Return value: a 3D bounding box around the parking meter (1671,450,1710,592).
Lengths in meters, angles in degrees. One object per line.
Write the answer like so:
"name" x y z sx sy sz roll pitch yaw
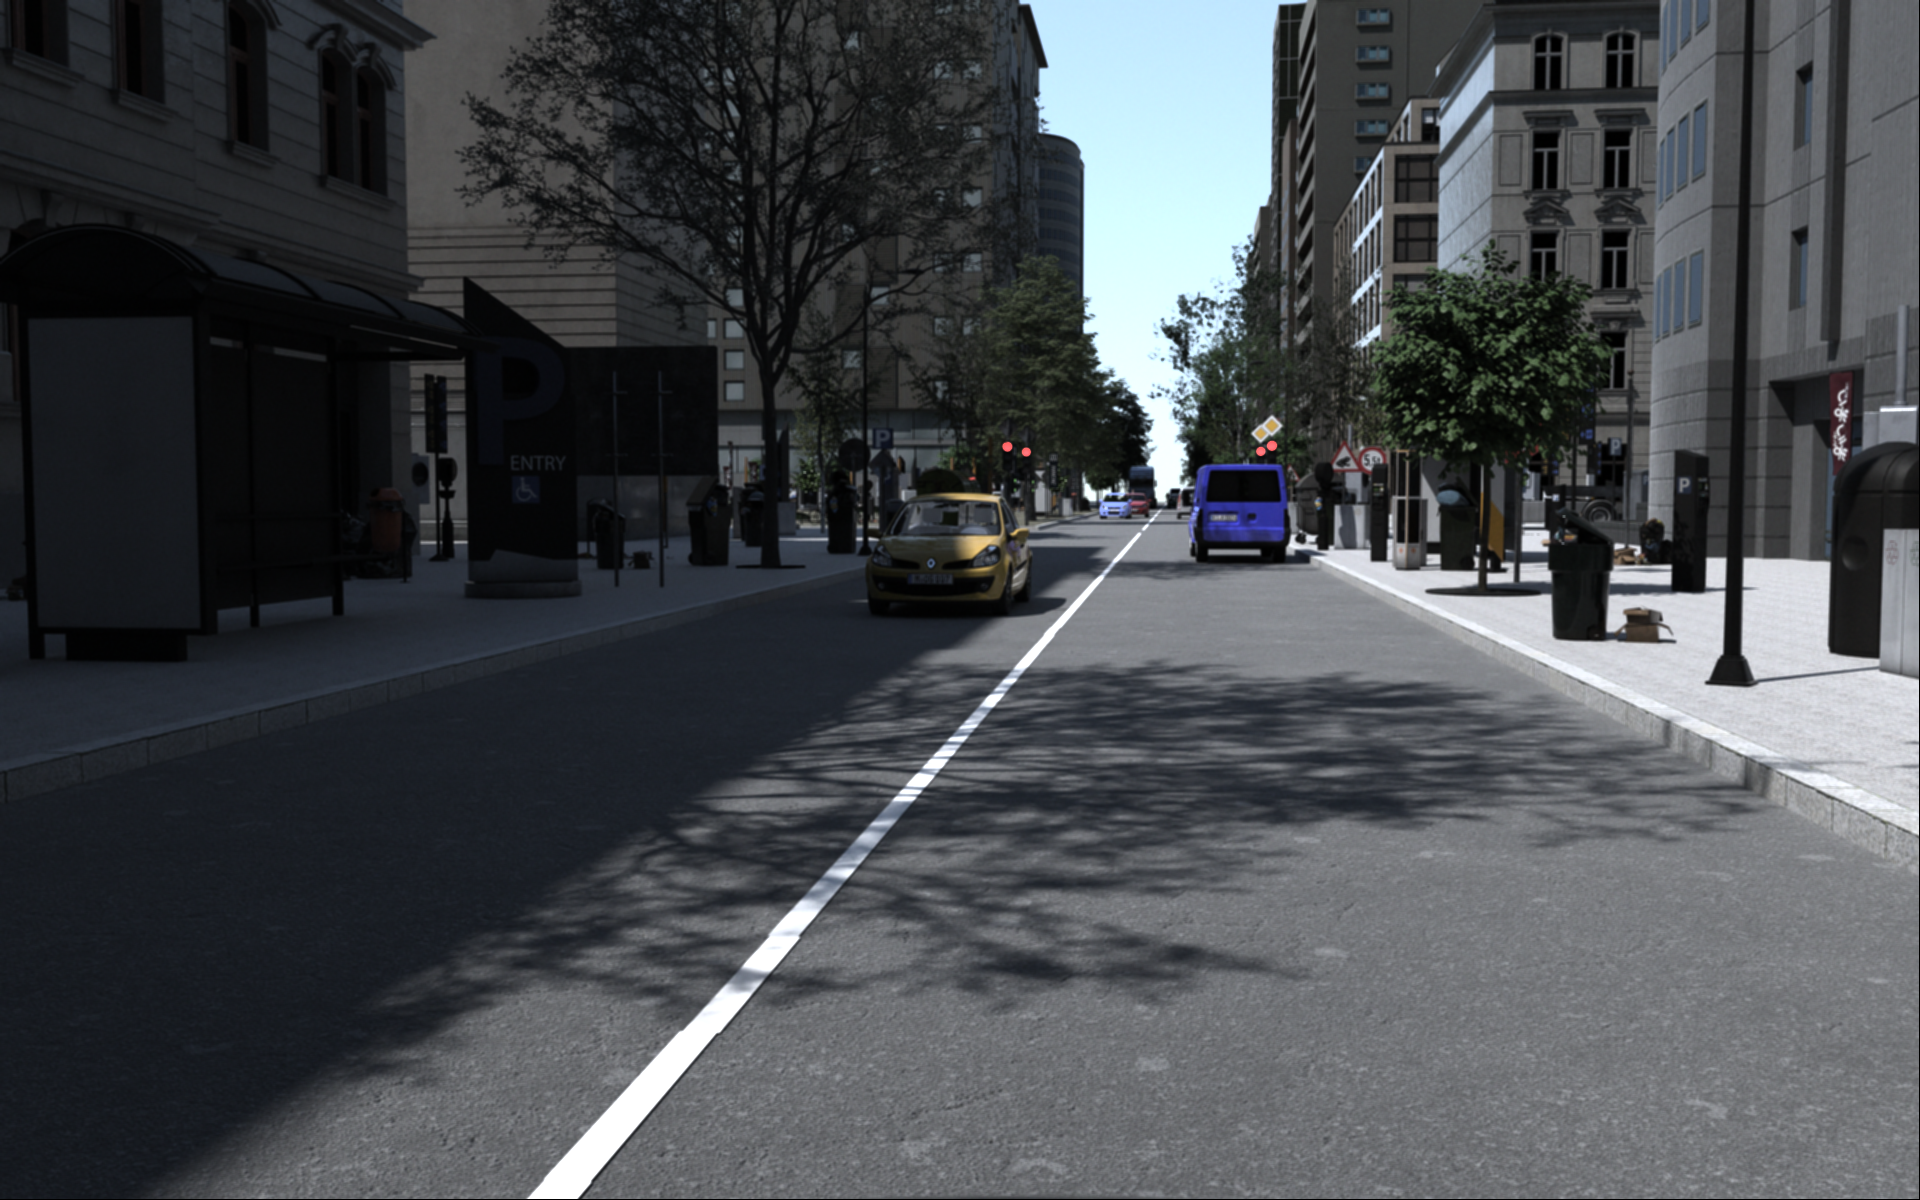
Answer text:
"parking meter" 9.607 -1.043 22.769 0.255 1.863 0.399 -2 4 -29

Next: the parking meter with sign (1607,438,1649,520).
"parking meter with sign" 20.722 -3.474 53.057 0.543 3.016 1.738 -2 4 -32

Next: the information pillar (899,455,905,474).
"information pillar" -3.498 -6.916 104.437 0.183 3.616 0.504 3 5 39

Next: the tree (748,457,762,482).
"tree" -14.947 -9.215 134.374 4.285 4.588 4.351 0 3 0

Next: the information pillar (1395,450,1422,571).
"information pillar" 7.548 -1.507 29.134 0.304 2.012 0.304 -1 4 -22

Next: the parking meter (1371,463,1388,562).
"parking meter" 7.982 -1.666 32.953 0.255 1.863 0.399 2 4 23

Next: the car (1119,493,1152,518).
"car" 10.724 -5.956 106.428 2.155 1.783 4.494 0 4 7

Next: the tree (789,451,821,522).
"tree" -6.774 -5.154 78.871 1.663 3.219 1.824 0 3 0

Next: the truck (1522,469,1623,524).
"truck" 26.499 -4.513 63.551 18.799 4.110 2.967 1 4 9

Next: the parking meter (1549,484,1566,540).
"parking meter" 15.159 -2.172 43.924 0.372 1.533 0.369 0 3 0

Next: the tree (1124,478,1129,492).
"tree" 24.616 -18.807 257.857 4.360 8.622 3.978 0 3 0

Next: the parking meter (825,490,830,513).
"parking meter" -8.552 -6.324 111.814 0.372 1.533 0.369 0 3 0

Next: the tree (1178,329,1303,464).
"tree" 17.417 -11.128 107.706 9.928 11.665 9.643 0 3 0

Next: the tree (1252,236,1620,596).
"tree" 6.718 -2.353 22.183 4.285 4.588 4.351 0 3 0

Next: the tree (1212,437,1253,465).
"tree" 14.425 -5.753 77.768 4.285 4.588 4.351 0 3 0

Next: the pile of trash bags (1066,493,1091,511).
"pile of trash bags" 8.950 -7.549 133.173 1.912 1.369 3.447 0 4 -5

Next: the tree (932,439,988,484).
"tree" 0.068 -7.153 100.672 4.285 4.588 4.351 0 3 0

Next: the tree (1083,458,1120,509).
"tree" 12.372 -10.311 152.294 4.285 4.588 4.351 0 3 0

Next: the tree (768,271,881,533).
"tree" -4.242 -6.484 56.378 4.360 8.622 3.978 0 3 0

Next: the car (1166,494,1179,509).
"car" 21.333 -9.683 170.113 2.131 1.459 4.920 1 4 9

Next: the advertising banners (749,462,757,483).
"advertising banners" -10.509 -5.983 94.008 2.074 3.025 0.090 -2 4 -26

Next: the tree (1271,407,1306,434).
"tree" 25.911 -11.523 138.755 4.737 8.622 4.395 0 3 0

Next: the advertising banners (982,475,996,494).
"advertising banners" 2.114 -9.158 145.927 2.074 3.025 0.090 0 4 -2

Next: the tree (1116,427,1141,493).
"tree" 20.387 -17.593 222.062 7.601 10.594 8.767 0 4 -3

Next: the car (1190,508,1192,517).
"car" 11.960 -4.320 83.214 1.945 1.354 3.894 1 4 9

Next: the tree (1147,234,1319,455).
"tree" 20.359 -16.702 128.974 12.611 20.169 13.585 0 3 0

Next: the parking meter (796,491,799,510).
"parking meter" -13.385 -8.302 141.450 0.399 1.863 0.255 -1 4 -20

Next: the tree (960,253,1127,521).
"tree" 3.622 -10.004 81.695 7.486 12.596 7.792 0 3 0

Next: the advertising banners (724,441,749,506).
"advertising banners" -7.496 -3.791 58.171 0.090 3.025 2.074 1 4 9

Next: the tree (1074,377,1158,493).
"tree" 16.588 -17.210 188.040 9.857 13.997 8.962 0 3 0

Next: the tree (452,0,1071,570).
"tree" -3.239 -7.284 29.467 12.009 13.543 11.850 0 3 0

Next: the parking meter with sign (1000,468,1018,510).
"parking meter with sign" 2.988 -7.149 113.145 0.543 3.016 1.738 3 5 43

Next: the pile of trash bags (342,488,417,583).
"pile of trash bags" -9.093 -0.995 26.026 1.912 1.369 3.447 -3 4 -38

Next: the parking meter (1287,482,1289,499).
"parking meter" 13.219 -3.986 70.888 0.399 1.863 0.255 3 4 37

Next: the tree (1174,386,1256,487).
"tree" 26.923 -16.010 178.765 9.611 12.733 9.660 0 3 0

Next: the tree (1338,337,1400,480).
"tree" 19.712 -8.065 82.225 4.737 8.622 4.395 0 3 0

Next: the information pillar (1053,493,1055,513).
"information pillar" 6.243 -7.696 117.185 0.504 3.616 0.183 0 4 -4

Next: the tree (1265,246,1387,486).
"tree" 11.099 -6.242 52.421 4.360 8.622 3.978 0 3 0

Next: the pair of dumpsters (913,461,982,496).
"pair of dumpsters" -0.368 -2.890 49.742 1.574 2.255 4.437 0 4 7

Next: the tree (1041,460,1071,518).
"tree" 5.316 -6.109 94.484 1.663 3.219 1.824 0 3 0

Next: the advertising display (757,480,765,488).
"advertising display" -9.009 -4.612 80.625 0.974 1.923 0.123 -3 4 -38

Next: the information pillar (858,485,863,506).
"information pillar" -8.033 -8.283 139.914 0.304 2.012 0.304 2 4 29

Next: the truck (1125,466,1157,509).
"truck" 18.334 -11.224 173.271 2.967 4.110 18.799 0 4 7

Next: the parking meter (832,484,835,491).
"parking meter" -5.407 -4.283 75.736 0.399 1.863 0.255 -1 4 -11

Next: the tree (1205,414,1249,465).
"tree" 23.615 -12.491 154.597 4.737 8.622 4.395 0 3 0

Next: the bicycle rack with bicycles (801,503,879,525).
"bicycle rack with bicycles" -5.241 -3.630 72.728 2.925 0.926 2.852 -2 4 -33

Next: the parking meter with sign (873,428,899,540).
"parking meter with sign" -1.889 -3.085 46.708 0.543 3.016 1.738 1 4 10

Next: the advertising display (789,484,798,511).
"advertising display" -10.566 -6.262 107.596 0.974 1.923 0.123 1 4 14

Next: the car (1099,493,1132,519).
"car" 9.046 -5.557 100.455 1.945 1.707 3.694 1 4 9

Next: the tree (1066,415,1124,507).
"tree" 10.138 -11.609 140.176 4.360 8.622 3.978 0 3 0

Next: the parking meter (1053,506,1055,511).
"parking meter" 7.099 -7.801 133.256 0.399 1.863 0.255 2 4 35

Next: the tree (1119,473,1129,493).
"tree" 29.757 -21.243 297.686 4.737 8.622 4.395 0 3 0

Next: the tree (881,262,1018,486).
"tree" 0.086 -6.363 54.391 4.360 8.622 3.978 0 3 0

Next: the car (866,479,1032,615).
"car" -0.082 -0.708 21.804 2.015 1.641 3.980 0 4 8

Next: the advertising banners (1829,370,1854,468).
"advertising banners" 12.674 -1.700 23.984 0.090 3.025 2.074 -1 4 -9

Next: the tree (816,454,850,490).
"tree" -10.270 -9.690 142.138 4.285 4.588 4.351 0 3 0

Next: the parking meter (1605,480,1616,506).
"parking meter" 27.539 -4.134 73.303 0.399 1.863 0.255 3 5 43

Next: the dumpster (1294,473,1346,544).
"dumpster" 9.349 -2.392 44.865 1.264 1.857 1.865 0 4 7

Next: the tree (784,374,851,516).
"tree" -8.310 -9.316 102.676 4.737 8.622 4.395 0 3 0
